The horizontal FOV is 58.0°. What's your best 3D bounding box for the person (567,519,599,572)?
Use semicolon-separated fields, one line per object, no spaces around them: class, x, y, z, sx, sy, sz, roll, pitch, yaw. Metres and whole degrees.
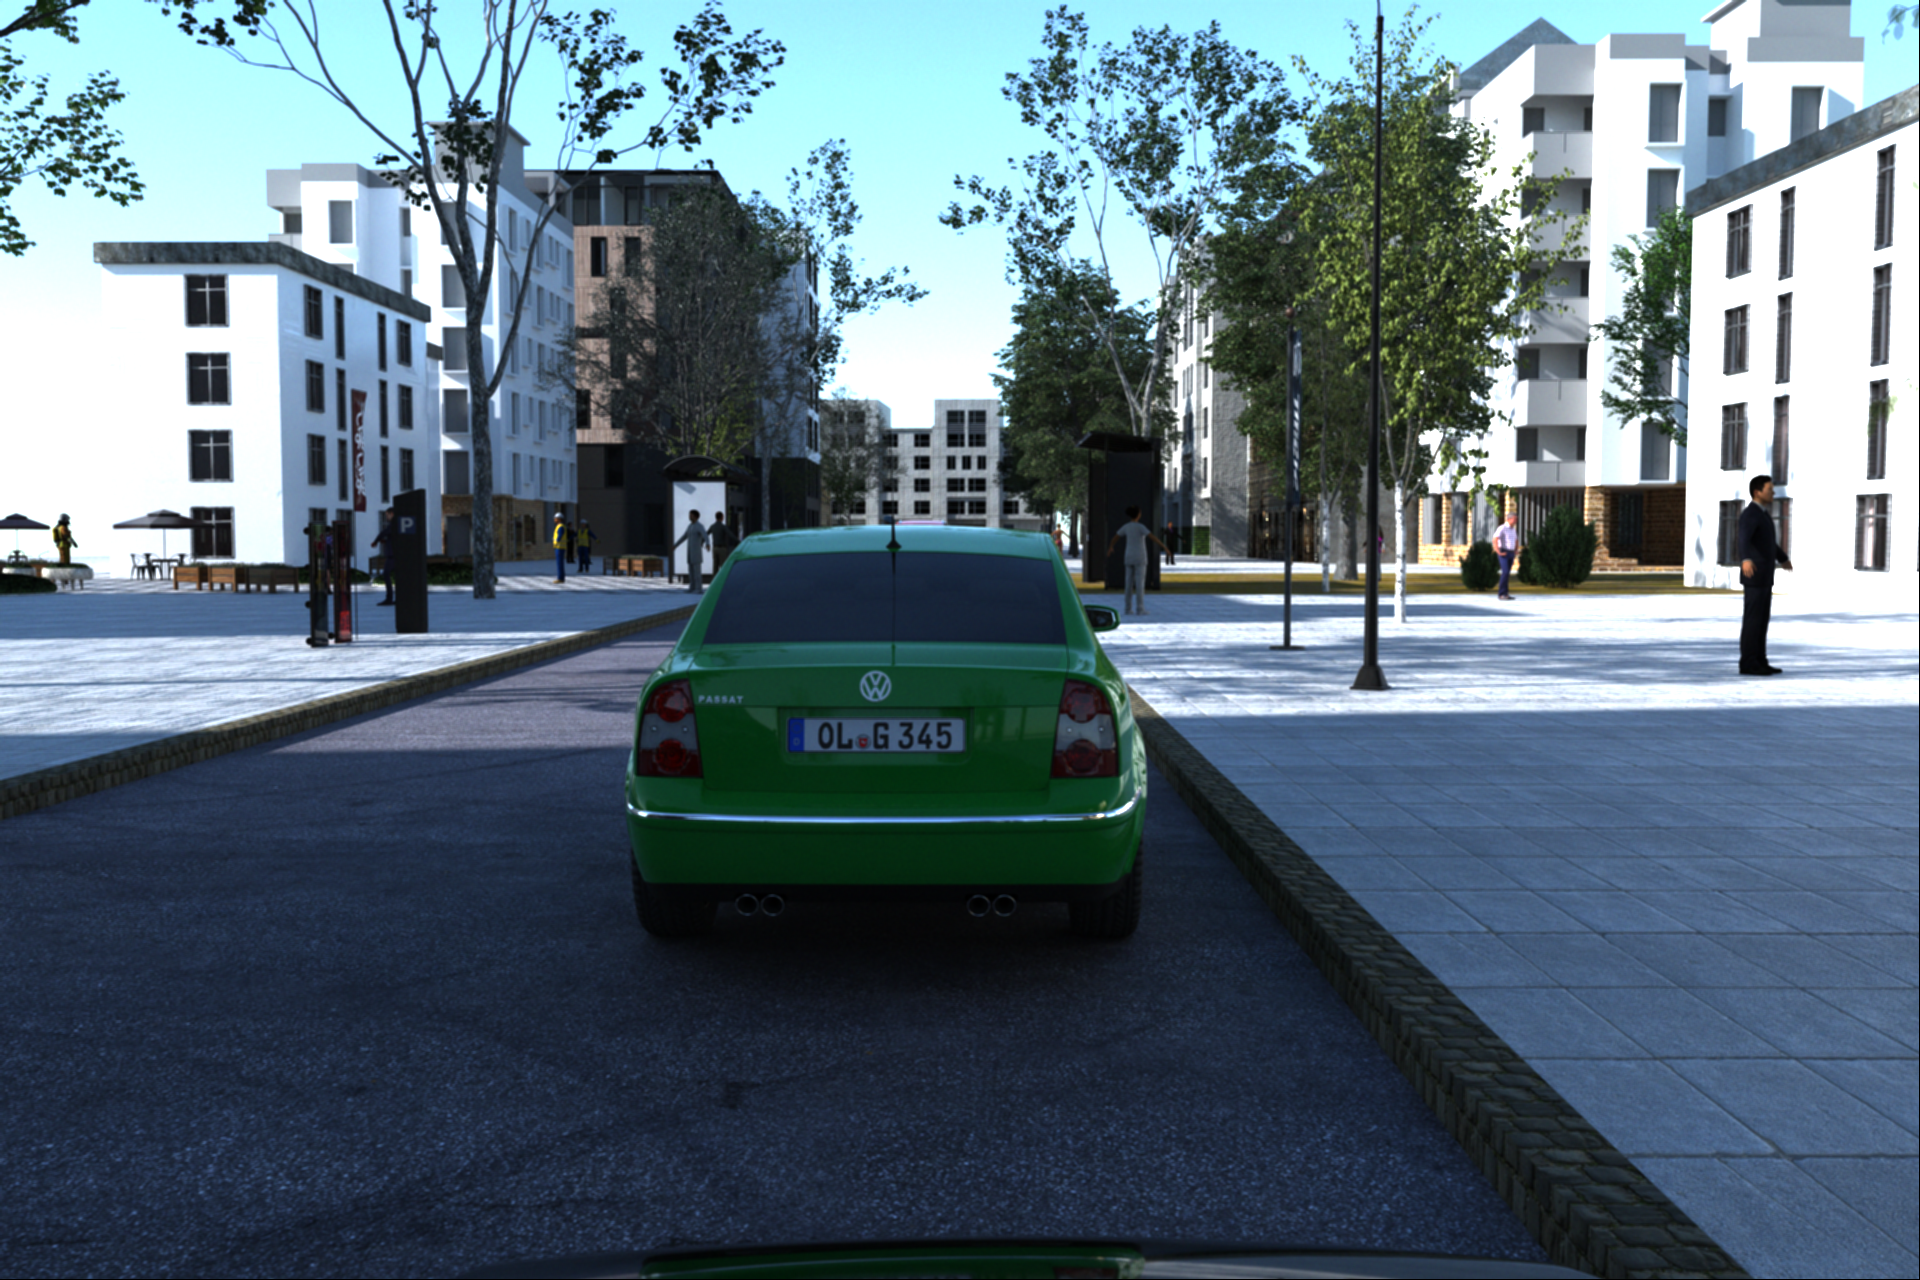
person;-12.630;-3.149;57.951;1.216;1.772;0.721;1;4;11

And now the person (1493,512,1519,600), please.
person;10.759;-1.647;33.916;0.756;1.711;0.436;-2;4;-29

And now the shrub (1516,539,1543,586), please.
shrub;14.282;-1.952;43.026;1.383;1.207;1.383;0;3;0

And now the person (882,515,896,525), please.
person;-1.501;-1.662;35.765;0.704;1.817;1.347;1;4;12

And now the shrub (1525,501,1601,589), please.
shrub;14.257;-2.257;40.941;1.661;2.075;1.752;0;3;0

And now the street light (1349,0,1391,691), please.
street light;3.942;-2.546;14.164;1.470;5.913;1.316;0;4;0

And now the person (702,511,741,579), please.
person;-5.479;-2.040;39.618;1.348;1.796;0.705;2;4;31

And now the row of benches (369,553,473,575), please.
row of benches;-16.934;-2.437;55.310;4.104;0.672;1.422;-3;5;-42

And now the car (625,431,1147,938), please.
car;-0.232;0.078;7.526;1.959;1.807;4.718;0;4;1

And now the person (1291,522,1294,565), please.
person;13.716;-4.036;72.123;0.704;1.812;1.346;1;4;16

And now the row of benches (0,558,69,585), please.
row of benches;-24.732;-1.736;43.844;4.104;0.672;1.422;0;4;4

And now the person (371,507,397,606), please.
person;-10.329;-1.514;31.244;0.568;1.767;0.683;0;4;1

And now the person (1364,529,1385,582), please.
person;11.234;-2.301;46.891;0.599;1.433;0.991;-1;4;-19

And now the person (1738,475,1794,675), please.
person;7.334;-0.600;15.853;0.704;1.823;1.345;3;5;40

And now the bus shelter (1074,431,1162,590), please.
bus shelter;3.837;-3.131;42.471;1.731;3.624;6.357;0;4;1

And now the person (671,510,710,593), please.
person;-5.775;-1.916;37.514;0.705;1.806;1.347;-3;5;-44

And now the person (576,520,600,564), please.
person;-15.846;-4.146;73.564;0.705;1.856;1.354;2;4;33

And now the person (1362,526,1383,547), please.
person;12.157;-2.731;50.787;0.705;1.813;1.348;2;4;34

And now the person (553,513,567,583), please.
person;-10.486;-2.403;45.258;0.705;1.833;1.349;-1;4;-11

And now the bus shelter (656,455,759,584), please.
bus shelter;-6.749;-3.242;46.927;2.014;3.302;5.546;0;4;0

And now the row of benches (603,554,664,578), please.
row of benches;-9.904;-2.264;52.485;1.422;0.672;4.104;-2;4;-28

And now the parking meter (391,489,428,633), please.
parking meter;-7.125;-1.021;22.413;0.399;1.863;0.255;0;3;0

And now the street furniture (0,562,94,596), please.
street furniture;-24.347;-1.355;37.783;10.072;0.657;5.734;0;4;3

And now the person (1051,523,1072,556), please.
person;4.162;-4.065;73.268;1.217;1.733;0.721;-1;4;-12

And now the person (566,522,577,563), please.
person;-17.121;-4.281;76.174;0.705;1.806;1.347;2;4;30

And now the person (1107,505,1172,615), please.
person;2.851;-1.282;27.736;1.217;1.739;0.721;3;5;40

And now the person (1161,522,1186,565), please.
person;8.774;-4.032;72.151;1.346;1.802;0.704;-2;4;-24

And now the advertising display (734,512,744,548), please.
advertising display;-6.467;-2.782;50.700;0.123;1.923;0.974;0;4;2

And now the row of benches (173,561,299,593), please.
row of benches;-16.170;-1.422;38.715;4.104;0.672;1.422;3;4;36

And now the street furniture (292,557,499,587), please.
street furniture;-15.283;-1.912;46.894;5.734;0.657;10.072;-1;4;-13

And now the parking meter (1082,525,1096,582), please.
parking meter;3.447;-2.303;46.065;0.372;1.533;0.369;0;3;0

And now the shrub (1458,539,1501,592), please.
shrub;11.649;-1.687;38.700;1.383;1.207;1.383;0;3;0

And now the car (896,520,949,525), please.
car;-1.036;-2.390;47.744;2.281;1.827;5.304;0;4;0

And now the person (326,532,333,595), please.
person;-13.360;-1.674;36.652;0.421;1.427;0.697;1;4;13

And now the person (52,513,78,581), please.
person;-24.709;-2.573;47.835;0.705;1.858;1.354;-3;5;-44
